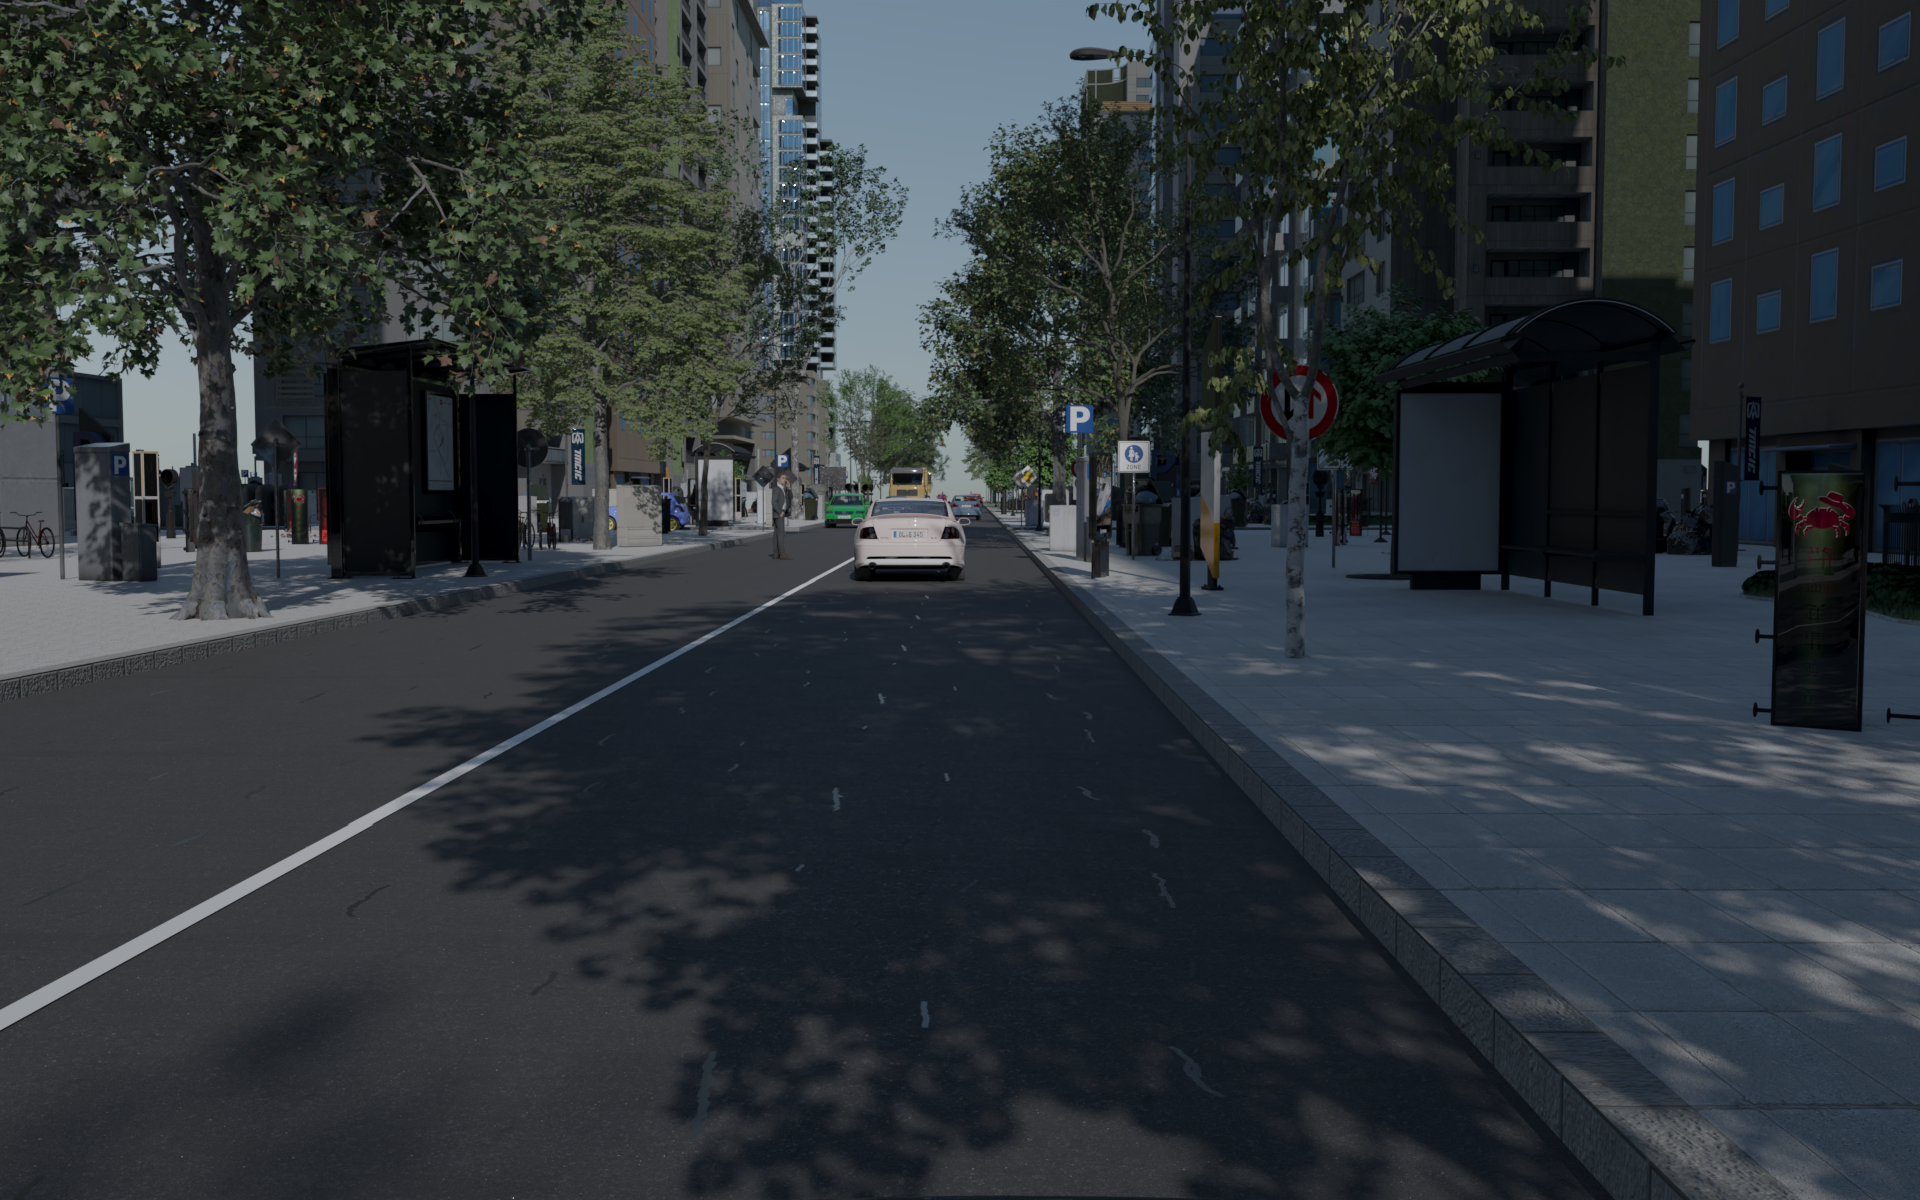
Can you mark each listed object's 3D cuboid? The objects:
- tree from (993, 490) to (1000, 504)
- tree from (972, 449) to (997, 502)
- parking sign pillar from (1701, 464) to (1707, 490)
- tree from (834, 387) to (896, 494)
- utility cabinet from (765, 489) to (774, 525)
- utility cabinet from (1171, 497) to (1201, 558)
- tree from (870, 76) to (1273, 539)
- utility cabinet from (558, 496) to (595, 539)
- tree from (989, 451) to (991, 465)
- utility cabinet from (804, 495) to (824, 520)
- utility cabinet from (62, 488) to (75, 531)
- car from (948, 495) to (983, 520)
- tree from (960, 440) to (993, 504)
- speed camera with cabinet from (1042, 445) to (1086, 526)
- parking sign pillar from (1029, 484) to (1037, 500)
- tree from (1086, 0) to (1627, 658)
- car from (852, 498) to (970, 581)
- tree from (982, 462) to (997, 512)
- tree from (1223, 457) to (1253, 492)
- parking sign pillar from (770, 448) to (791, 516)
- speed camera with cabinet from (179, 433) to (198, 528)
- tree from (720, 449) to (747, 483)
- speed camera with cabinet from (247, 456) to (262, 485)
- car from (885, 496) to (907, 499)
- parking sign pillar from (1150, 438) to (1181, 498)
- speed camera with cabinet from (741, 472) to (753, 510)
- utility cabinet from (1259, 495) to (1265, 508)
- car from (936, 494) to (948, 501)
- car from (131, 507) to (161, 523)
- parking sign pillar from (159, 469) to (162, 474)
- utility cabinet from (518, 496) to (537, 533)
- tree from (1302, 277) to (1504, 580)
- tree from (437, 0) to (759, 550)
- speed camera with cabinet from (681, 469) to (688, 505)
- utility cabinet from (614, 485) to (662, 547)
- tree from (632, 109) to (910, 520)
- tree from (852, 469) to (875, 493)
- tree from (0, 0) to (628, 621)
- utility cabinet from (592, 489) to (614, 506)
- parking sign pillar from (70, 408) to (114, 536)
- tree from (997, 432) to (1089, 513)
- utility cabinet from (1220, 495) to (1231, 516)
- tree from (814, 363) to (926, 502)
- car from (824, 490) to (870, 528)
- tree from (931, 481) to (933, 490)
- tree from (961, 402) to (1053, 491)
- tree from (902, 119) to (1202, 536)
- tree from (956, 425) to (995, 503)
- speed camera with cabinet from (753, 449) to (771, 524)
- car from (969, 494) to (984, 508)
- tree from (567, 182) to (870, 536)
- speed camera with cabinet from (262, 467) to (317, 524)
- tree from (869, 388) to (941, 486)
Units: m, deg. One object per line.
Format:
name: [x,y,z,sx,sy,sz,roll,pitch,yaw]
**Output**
tree: [4.820,-14.633,233.842,1.663,3.219,1.824,0,3,0]
tree: [5.687,-21.614,279.141,9.928,11.665,9.643,0,3,0]
parking sign pillar: [52.691,-8.272,123.720,1.447,3.967,1.447,-2,4,-25]
tree: [-6.701,-10.232,117.655,4.360,8.622,3.978,0,3,0]
utility cabinet: [-7.730,-3.866,71.893,0.318,1.500,1.173,1,4,12]
utility cabinet: [4.586,-1.453,34.911,0.306,1.237,1.020,2,4,30]
tree: [3.608,-6.396,38.984,7.601,10.594,8.767,2,4,30]
utility cabinet: [-11.059,-2.375,50.000,1.020,1.237,0.306,0,4,-1]
tree: [4.936,-15.194,198.783,4.360,8.622,3.978,0,3,0]
utility cabinet: [-7.349,-4.651,87.207,1.020,1.237,0.306,1,4,15]
utility cabinet: [-29.801,-3.068,58.843,1.173,1.500,0.318,-3,4,-36]
car: [0.293,-5.112,95.580,2.014,1.417,4.499,0,4,-1]
tree: [3.942,-18.969,228.265,7.486,12.596,7.792,0,3,0]
speed camera with cabinet: [4.360,-4.649,70.339,2.038,3.252,0.660,2,4,25]
parking sign pillar: [4.993,-7.585,112.482,1.447,3.967,1.447,1,4,10]
tree: [2.802,-3.861,13.498,4.737,8.622,4.395,0,3,0]
car: [-0.854,-1.080,30.015,2.083,1.381,4.827,0,4,-1]
tree: [4.290,-8.318,119.707,4.285,4.588,4.351,0,3,0]
tree: [14.095,-5.694,87.703,1.663,3.219,1.824,0,3,0]
parking sign pillar: [-10.362,-6.871,100.807,1.447,3.967,1.447,2,4,23]
speed camera with cabinet: [-25.305,-3.833,57.006,0.660,3.252,2.038,-1,4,-19]
tree: [-17.142,-8.666,125.396,4.285,4.588,4.351,0,3,0]
speed camera with cabinet: [-37.250,-5.835,89.742,2.038,3.252,0.660,-1,4,-12]
car: [-3.626,-5.238,98.215,1.945,1.354,3.894,0,4,0]
parking sign pillar: [8.938,-5.315,75.375,1.447,3.967,1.447,3,4,36]
speed camera with cabinet: [-16.851,-8.741,137.247,0.660,3.252,2.038,3,4,38]
utility cabinet: [15.558,-4.775,89.237,0.306,1.237,1.020,1,4,13]
car: [-3.151,-17.885,301.456,2.155,1.783,4.494,0,4,-1]
car: [-32.001,-3.176,63.723,4.920,1.459,2.131,0,4,-1]
parking sign pillar: [-61.742,-8.838,132.972,1.447,3.967,1.447,1,4,15]
utility cabinet: [-14.317,-2.790,56.775,1.020,1.237,0.306,2,4,33]
tree: [6.579,-2.608,26.350,4.285,4.588,4.351,0,3,0]
tree: [-8.697,-7.442,39.801,7.486,12.596,7.792,0,3,0]
speed camera with cabinet: [-21.931,-8.890,139.686,0.660,3.252,2.038,1,4,11]
utility cabinet: [-7.796,-2.047,42.155,0.318,1.500,1.173,3,4,38]
tree: [-9.655,-14.131,86.923,12.611,20.169,13.585,0,3,0]
tree: [-7.421,-8.284,130.040,1.663,3.219,1.824,0,3,0]
tree: [-7.767,-6.164,17.791,9.611,12.733,9.660,0,3,0]
utility cabinet: [-15.324,-4.058,75.027,1.173,1.500,0.318,-1,4,-18]
parking sign pillar: [-26.867,-3.992,53.749,1.447,3.967,1.447,1,4,21]
tree: [3.986,-5.606,75.364,4.285,4.588,4.351,0,3,0]
utility cabinet: [15.290,-5.349,98.615,1.020,1.237,0.306,0,4,1]
tree: [-7.539,-13.036,138.898,9.928,11.665,9.643,0,3,0]
car: [-4.781,-3.997,74.150,1.959,1.807,4.718,0,4,1]
tree: [-6.194,-18.992,294.233,4.285,4.588,4.351,0,3,0]
tree: [4.634,-15.279,160.188,12.009,13.543,11.850,0,3,0]
tree: [2.920,-8.287,52.498,9.611,12.733,9.660,0,3,0]
tree: [4.626,-23.750,244.199,12.611,20.169,13.585,0,3,0]
speed camera with cabinet: [-8.523,-4.940,75.097,0.660,3.252,2.038,0,4,-8]
car: [1.560,-10.780,185.288,2.155,1.783,4.494,0,4,0]
tree: [-7.842,-7.226,52.557,8.767,10.594,7.601,-1,4,-14]
speed camera with cabinet: [-28.887,-4.918,74.751,2.038,3.252,0.660,-1,4,-21]
tree: [-6.606,-18.202,204.260,9.857,13.997,8.962,0,3,0]
